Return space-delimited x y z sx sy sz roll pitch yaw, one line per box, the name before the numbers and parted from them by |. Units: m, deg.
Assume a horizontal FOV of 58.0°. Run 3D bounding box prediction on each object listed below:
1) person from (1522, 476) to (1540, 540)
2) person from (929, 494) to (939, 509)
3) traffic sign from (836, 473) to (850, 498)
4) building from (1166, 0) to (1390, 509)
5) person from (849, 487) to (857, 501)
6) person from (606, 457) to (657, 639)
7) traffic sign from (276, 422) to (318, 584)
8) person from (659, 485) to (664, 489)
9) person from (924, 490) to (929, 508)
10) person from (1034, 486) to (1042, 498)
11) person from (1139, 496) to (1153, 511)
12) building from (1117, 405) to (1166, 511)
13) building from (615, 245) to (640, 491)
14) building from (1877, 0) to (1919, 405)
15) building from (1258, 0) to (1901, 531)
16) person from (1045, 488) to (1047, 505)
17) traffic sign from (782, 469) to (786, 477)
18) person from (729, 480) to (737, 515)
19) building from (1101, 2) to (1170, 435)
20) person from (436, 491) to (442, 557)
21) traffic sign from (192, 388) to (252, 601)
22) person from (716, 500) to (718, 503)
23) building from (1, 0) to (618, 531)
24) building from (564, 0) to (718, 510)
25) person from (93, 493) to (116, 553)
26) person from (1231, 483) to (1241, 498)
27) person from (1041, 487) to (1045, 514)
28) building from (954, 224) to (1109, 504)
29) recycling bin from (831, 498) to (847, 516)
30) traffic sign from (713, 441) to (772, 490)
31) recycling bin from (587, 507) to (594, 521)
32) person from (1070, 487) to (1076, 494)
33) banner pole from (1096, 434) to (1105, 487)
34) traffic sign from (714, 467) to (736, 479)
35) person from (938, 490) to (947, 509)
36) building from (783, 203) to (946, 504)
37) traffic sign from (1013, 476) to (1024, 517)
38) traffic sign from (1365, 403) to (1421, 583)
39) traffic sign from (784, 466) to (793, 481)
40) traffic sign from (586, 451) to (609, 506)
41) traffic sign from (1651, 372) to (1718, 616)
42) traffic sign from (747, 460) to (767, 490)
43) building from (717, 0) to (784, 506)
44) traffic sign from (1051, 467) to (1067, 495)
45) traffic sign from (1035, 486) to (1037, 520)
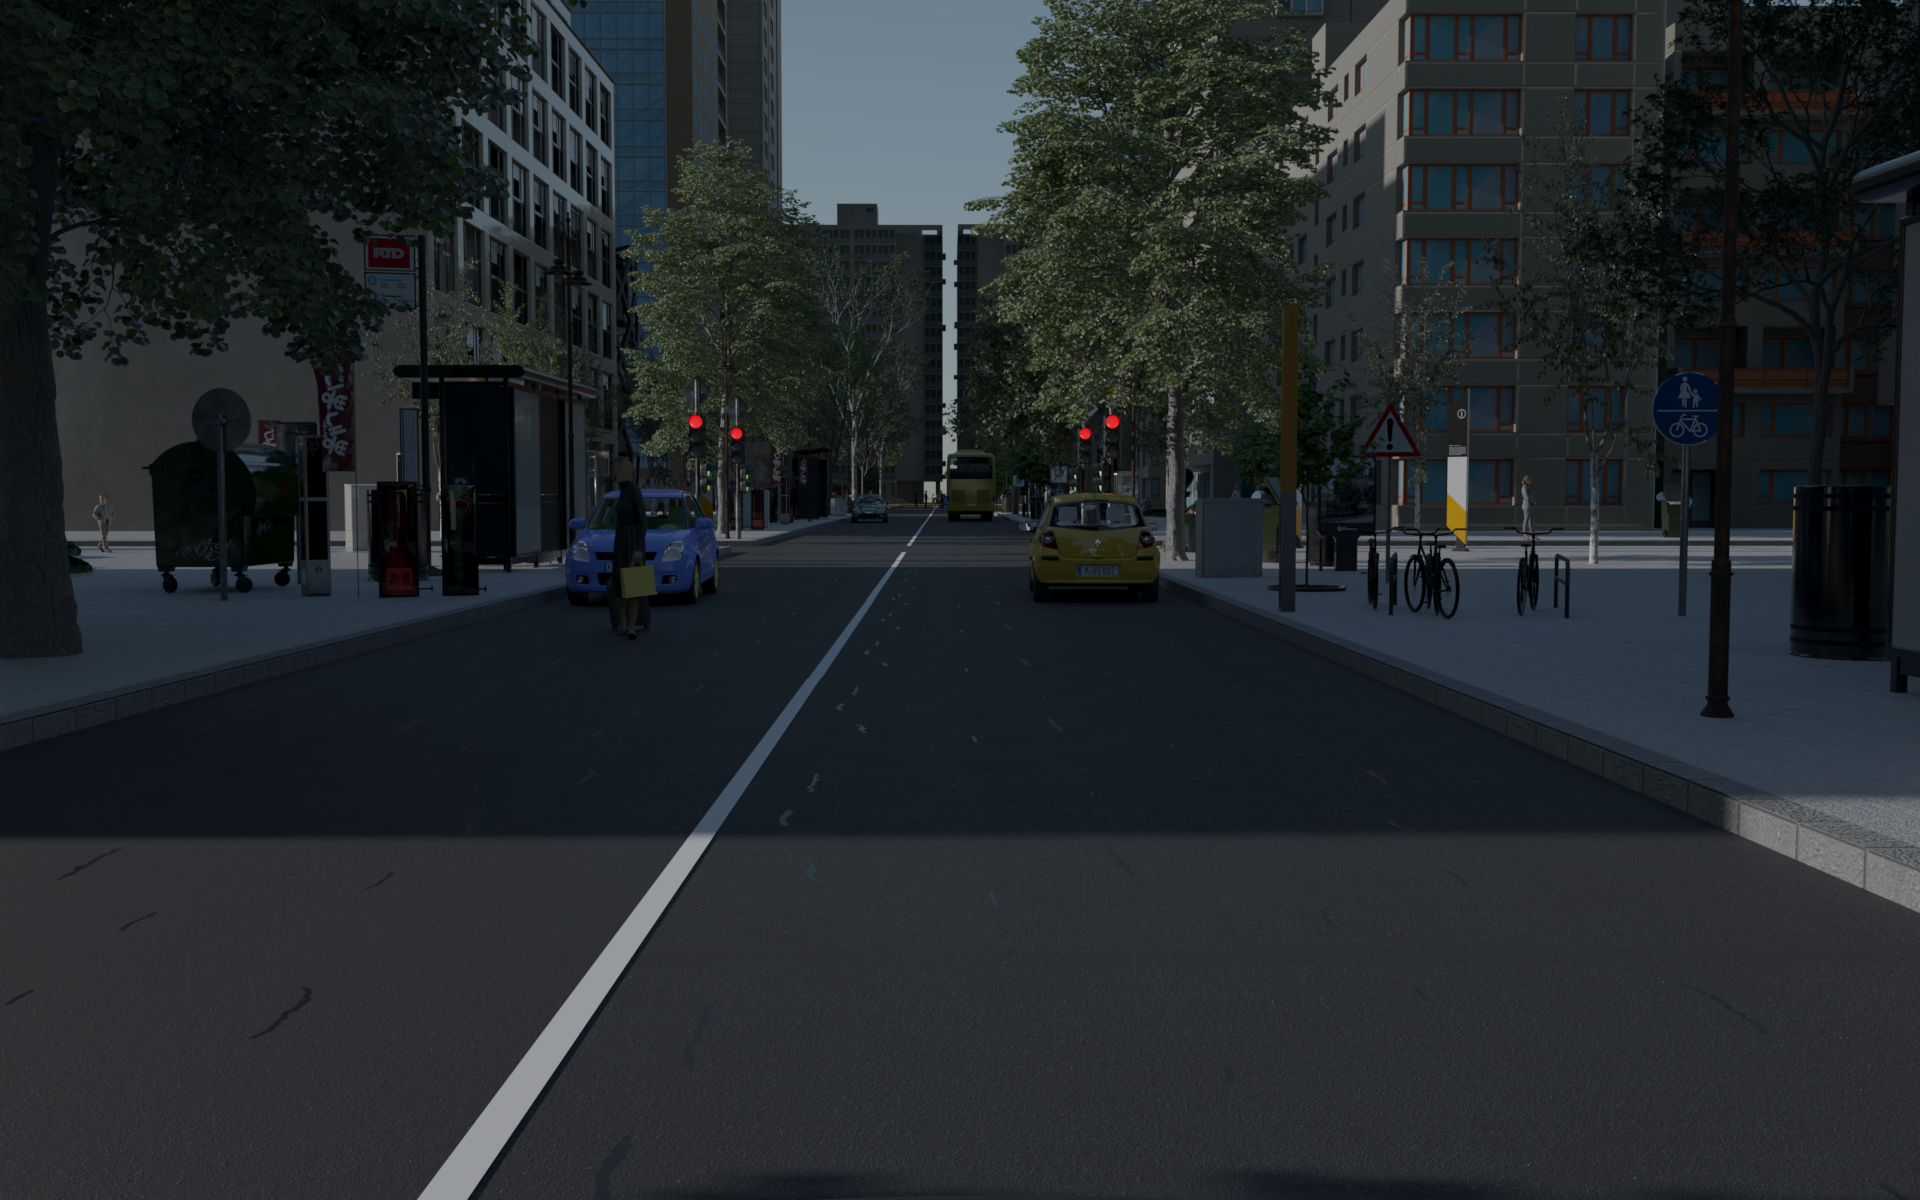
person | 15.960 -2.571 48.354 0.573 1.790 0.520 1 4 10
person | -2.527 -9.319 164.125 1.065 1.426 0.557 2 4 30
traffic sign | -7.370 -6.650 108.732 0.884 2.594 0.081 0 4 2
building | 24.896 -29.575 107.248 21.300 48.544 21.600 0 4 0
person | -7.562 -7.119 122.639 0.583 1.804 0.606 0 4 6
person | -3.337 -0.545 17.622 0.699 1.804 1.509 0 4 -1
traffic sign | -9.395 -1.373 24.573 0.606 2.300 0.079 0 4 5
person | -16.181 -5.340 93.530 0.728 1.800 0.709 -1 4 -20
person | -3.365 -10.057 173.074 0.705 1.807 1.348 1 4 14
person | 3.981 -5.087 89.476 0.793 1.790 0.793 -3 4 -37
person | 10.863 -5.512 101.666 1.012 1.151 0.738 0 4 4
building | 27.794 -18.268 143.726 27.650 21.520 28.899 0 4 0
building | -27.661 -14.330 101.752 16.820 18.784 16.811 0 4 0
building | 22.766 -13.722 17.864 14.314 27.812 24.014 0 4 0
building | 29.370 -13.926 72.726 28.899 21.520 27.650 0 4 0
person | 5.975 -6.940 119.525 0.388 1.821 0.555 -3 5 -40
traffic sign | -7.750 -4.537 73.907 0.795 2.593 0.064 0 4 4
person | -8.483 -3.587 64.879 0.721 1.800 0.419 -3 4 -36
building | 25.905 -33.864 173.281 23.786 49.044 30.456 0 4 0
person | -10.360 -1.761 35.013 0.511 1.800 0.466 2 4 27
traffic sign | -8.864 -1.265 20.788 0.768 2.556 0.104 0 4 8
person | -10.128 -4.109 73.589 0.716 1.782 0.532 3 5 39
building | -27.952 -16.602 75.964 19.350 26.468 34.151 0 4 0
building | -26.040 -29.407 130.923 14.600 45.320 14.200 0 4 0
person | -18.722 -1.689 37.927 0.640 1.303 0.475 2 4 30
person | 11.637 -4.109 73.894 0.598 1.740 0.731 1 4 22
person | 5.361 -6.538 113.122 0.590 1.801 0.661 1 4 19
building | 11.183 -33.156 233.983 23.993 40.220 32.217 0 4 0
recycling bin | -6.992 -5.336 99.799 0.722 1.027 0.722 -2 4 -27
traffic sign | -8.414 -4.471 66.978 2.265 3.308 0.079 0 3 0
recycling bin | -6.622 -1.237 32.779 0.722 1.027 0.722 0 4 2
person | 7.256 -6.497 112.364 0.616 1.811 0.778 3 5 45
banner pole | 5.303 -4.637 65.829 0.401 3.779 0.863 -2 4 -27
traffic sign | -8.584 -3.862 63.147 0.884 2.594 0.081 0 4 8
person | -1.793 -9.563 164.998 1.348 1.807 0.705 0 3 0
building | -13.888 -33.180 234.369 23.993 40.220 32.217 0 4 0
traffic sign | 3.223 -5.711 95.497 0.606 2.300 0.079 0 4 0
traffic sign | 6.148 -1.519 24.832 0.884 2.594 0.081 0 4 6
traffic sign | -7.647 -4.595 75.241 0.768 2.556 0.104 0 4 2
traffic sign | -8.580 -2.370 40.880 0.606 2.300 0.079 1 4 8
traffic sign | 7.602 -1.104 18.156 0.768 2.556 0.104 0 4 2
traffic sign | -7.688 -4.003 65.551 0.768 2.556 0.104 0 4 3
building | -29.273 -45.206 177.374 20.611 71.187 20.563 0 4 0
traffic sign | 3.660 -3.791 64.119 0.606 2.300 0.079 0 4 1
traffic sign | 3.791 -5.264 86.170 0.768 2.556 0.104 0 4 1
